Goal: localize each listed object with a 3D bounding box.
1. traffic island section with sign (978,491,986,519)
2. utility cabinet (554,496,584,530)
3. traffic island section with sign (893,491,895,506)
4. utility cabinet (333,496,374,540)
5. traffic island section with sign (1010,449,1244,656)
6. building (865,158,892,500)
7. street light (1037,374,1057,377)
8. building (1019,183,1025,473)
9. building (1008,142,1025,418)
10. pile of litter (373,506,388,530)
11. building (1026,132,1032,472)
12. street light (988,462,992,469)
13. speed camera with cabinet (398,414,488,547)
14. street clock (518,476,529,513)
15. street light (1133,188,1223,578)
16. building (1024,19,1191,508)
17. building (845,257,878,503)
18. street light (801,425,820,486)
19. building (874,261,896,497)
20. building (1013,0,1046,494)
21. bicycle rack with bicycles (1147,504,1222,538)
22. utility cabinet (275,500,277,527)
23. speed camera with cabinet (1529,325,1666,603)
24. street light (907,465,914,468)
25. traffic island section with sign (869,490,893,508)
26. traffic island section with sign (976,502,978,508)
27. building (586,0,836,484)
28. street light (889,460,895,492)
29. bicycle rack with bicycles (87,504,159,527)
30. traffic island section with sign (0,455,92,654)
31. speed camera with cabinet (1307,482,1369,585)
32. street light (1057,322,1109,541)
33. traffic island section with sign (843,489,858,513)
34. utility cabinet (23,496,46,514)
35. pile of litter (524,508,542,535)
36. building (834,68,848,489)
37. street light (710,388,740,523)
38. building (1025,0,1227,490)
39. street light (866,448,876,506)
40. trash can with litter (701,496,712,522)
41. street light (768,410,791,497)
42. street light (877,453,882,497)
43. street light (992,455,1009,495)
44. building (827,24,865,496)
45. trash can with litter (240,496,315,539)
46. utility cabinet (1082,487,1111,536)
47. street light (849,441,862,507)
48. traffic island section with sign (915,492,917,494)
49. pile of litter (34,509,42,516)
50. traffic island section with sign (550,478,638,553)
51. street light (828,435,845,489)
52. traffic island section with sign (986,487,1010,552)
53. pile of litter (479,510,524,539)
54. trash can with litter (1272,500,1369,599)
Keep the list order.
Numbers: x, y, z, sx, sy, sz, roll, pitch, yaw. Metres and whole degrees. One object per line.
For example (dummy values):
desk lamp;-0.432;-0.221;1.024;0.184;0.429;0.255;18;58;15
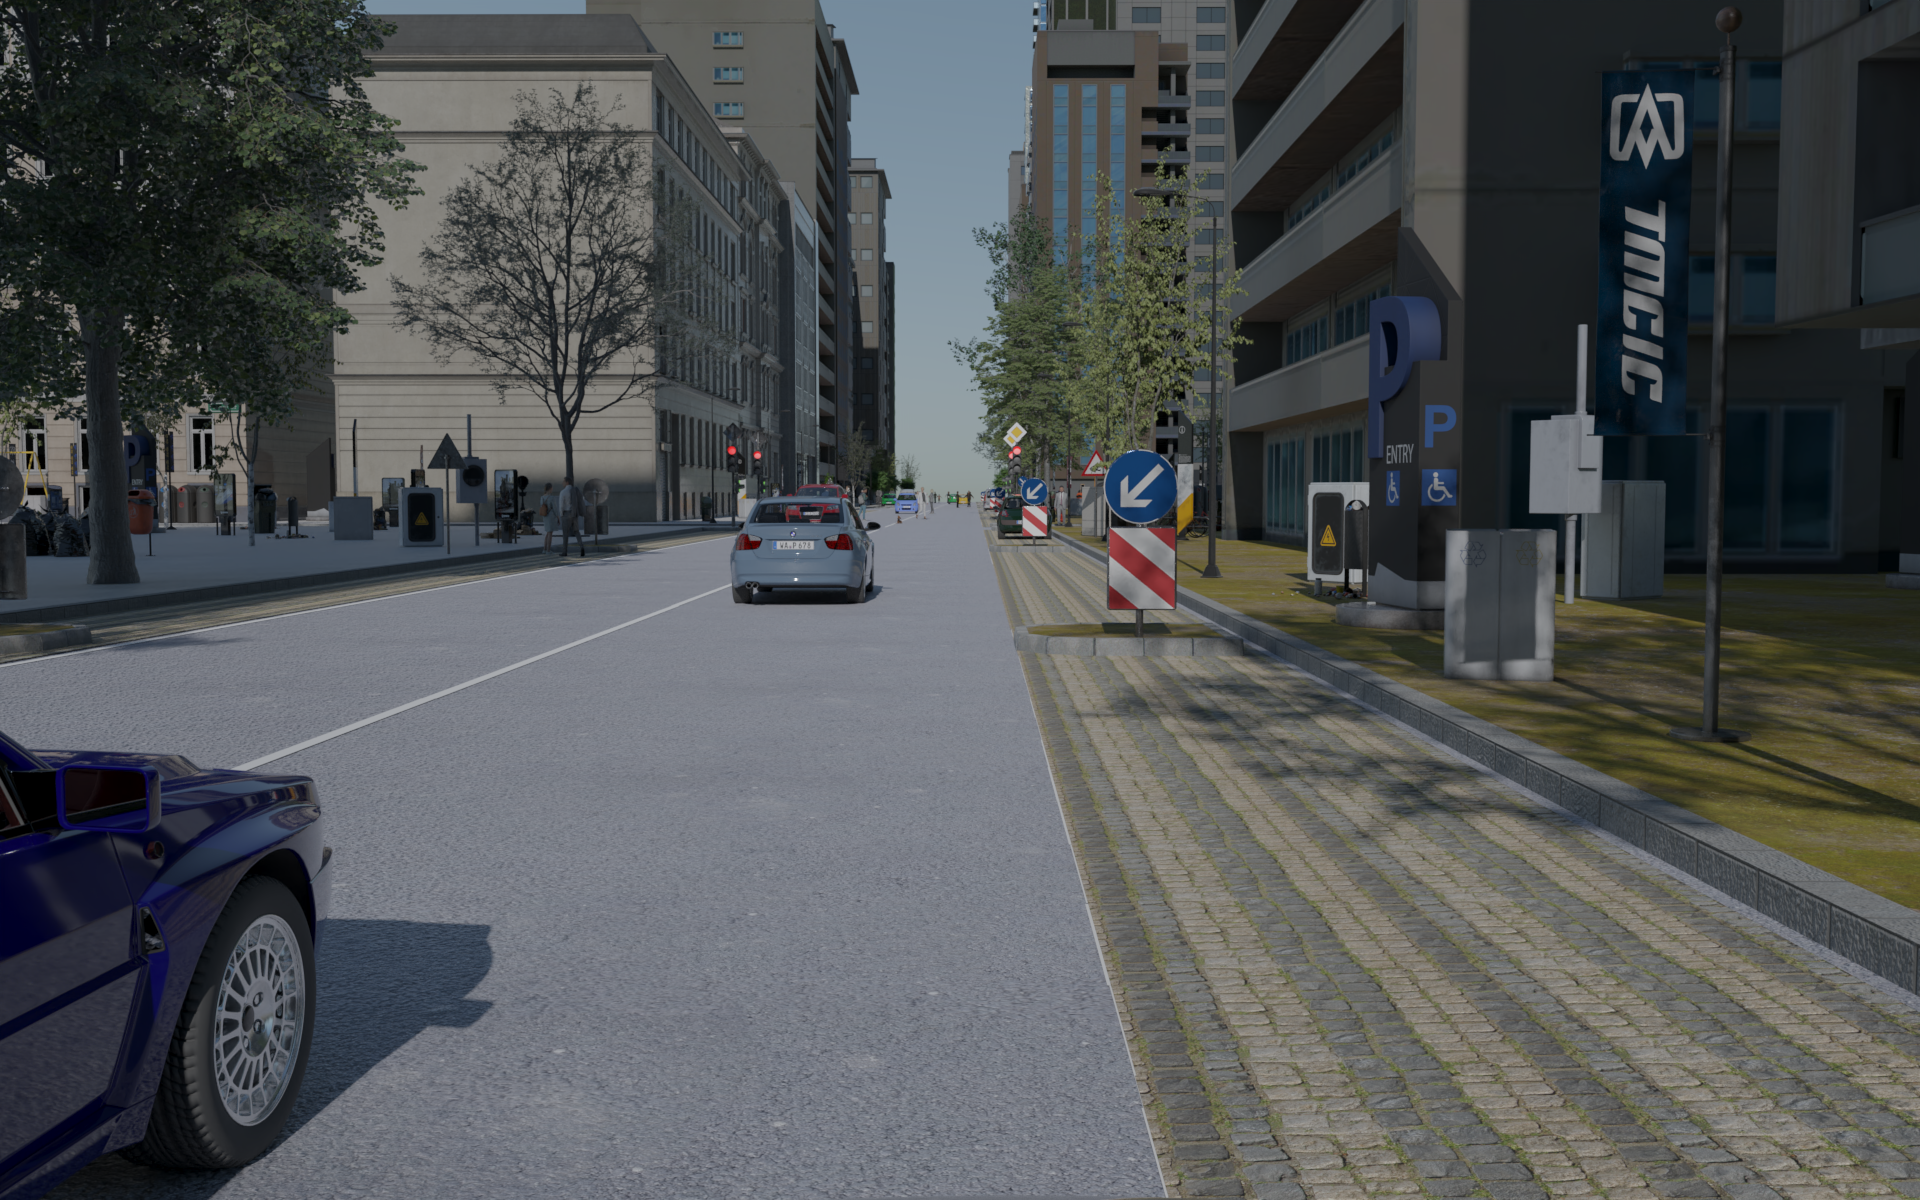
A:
traffic island section with sign;2.146;-5.477;98.169;1.989;1.847;2.006;0;4;0
utility cabinet;-14.030;-3.124;62.242;1.020;1.237;0.306;0;4;-3
traffic island section with sign;-7.871;-11.823;201.939;1.989;1.847;2.006;0;4;0
utility cabinet;-16.971;-2.282;48.476;1.020;1.237;0.306;-1;4;-14
traffic island section with sign;1.509;-0.461;16.171;1.989;1.847;2.006;0;4;0
building;-25.614;-41.907;274.411;28.713;52.752;27.495;0;4;0
street light;3.685;-5.778;67.008;1.470;5.913;1.316;0;4;0
building;15.343;-36.263;243.009;14.600;45.320;14.200;0;4;0
building;18.689;-46.079;295.385;21.231;58.520;28.212;0;4;0
pile of litter;-20.989;-2.929;61.849;1.176;0.858;1.719;0;4;-4
building;19.264;-36.023;208.587;23.786;49.044;30.456;0;4;0
street light;5.130;-16.953;249.717;1.470;5.913;1.316;0;4;0
speed camera with cabinet;-12.675;-2.943;42.449;2.038;3.252;0.660;-2;4;-26
street clock;-17.079;-3.856;67.623;0.471;2.002;0.358;0;4;-7
street light;3.328;-3.297;26.447;1.470;5.913;1.316;0;4;0
building;13.965;-31.519;165.452;14.600;45.320;14.200;0;4;0
building;-28.083;-34.059;248.749;32.217;40.220;23.993;0;4;0
street light;-10.085;-8.790;116.259;1.470;5.913;1.316;0;4;0
building;-18.402;-37.490;296.561;14.154;41.232;14.086;0;4;0
building;18.788;-58.207;264.348;22.319;86.520;31.000;0;4;0
bicycle rack with bicycles;6.618;-2.318;51.278;2.925;0.926;2.852;1;4;23
utility cabinet;-27.434;-3.483;68.105;1.020;1.237;0.306;-3;5;-45
speed camera with cabinet;7.712;-1.624;20.892;2.038;3.252;0.660;-3;4;-37
street light;-8.514;-19.799;296.254;1.470;5.913;1.316;0;4;0
traffic island section with sign;-8.086;-10.138;174.389;1.989;1.847;2.006;0;4;0
traffic island section with sign;2.352;-7.147;125.482;1.989;1.847;2.006;0;4;0
building;-23.103;-32.873;161.167;21.300;48.544;21.600;0;4;0
street light;-9.136;-14.781;214.210;1.470;5.913;1.316;0;4;0
bicycle rack with bicycles;-28.815;-2.839;59.807;2.852;0.926;2.925;-2;4;-24
traffic island section with sign;-9.310;-0.456;16.087;1.989;1.847;2.006;0;4;0
speed camera with cabinet;5.803;-1.841;24.435;0.660;3.252;2.038;-2;4;-31
street light;3.456;-4.546;46.870;1.470;5.913;1.316;0;4;0
traffic island section with sign;-8.451;-7.164;125.761;1.989;1.847;2.006;0;4;0
utility cabinet;-40.459;-3.947;75.690;1.020;1.237;0.306;1;4;19
pile of litter;-13.730;-2.463;54.232;1.176;0.858;1.719;-3;4;-39
building;-19.088;-32.383;179.572;14.600;45.320;14.200;0;4;0
street light;-10.272;-6.308;75.670;1.470;5.913;1.316;0;4;0
building;17.404;-45.490;182.009;20.563;71.187;20.611;0;4;0
street light;-9.465;-12.291;173.504;1.470;5.913;1.316;0;4;0
trash can with litter;-11.777;-4.263;81.083;0.624;1.170;1.055;-1;4;-19
street light;-10.056;-7.539;95.808;1.470;5.913;1.316;0;4;0
street light;-9.449;-13.549;194.072;1.470;5.913;1.316;0;4;0
street light;4.833;-14.329;206.814;1.470;5.913;1.316;0;4;0
building;-26.644;-37.368;200.212;28.713;52.752;27.495;0;4;0
trash can with litter;-19.547;-2.386;50.071;1.678;1.210;2.233;0;4;2
utility cabinet;4.153;-2.684;52.563;0.318;1.500;1.173;-2;4;-29
street light;-9.651;-10.990;152.224;1.470;5.913;1.316;0;4;0
traffic island section with sign;-7.224;-16.920;285.273;1.989;1.847;2.006;0;4;0
pile of litter;-26.677;-2.185;49.686;1.719;0.858;1.176;-2;4;-35
traffic island section with sign;-9.103;-2.105;43.042;1.989;1.847;2.006;0;4;0
street light;-9.838;-10.071;137.202;1.470;5.913;1.316;0;4;0
traffic island section with sign;1.722;-2.110;43.125;1.989;1.847;2.006;0;4;0
pile of litter;-13.326;-2.211;50.111;1.176;0.858;1.719;-1;4;-13
trash can with litter;4.953;-0.628;21.328;1.678;1.210;2.233;-1;4;-13
